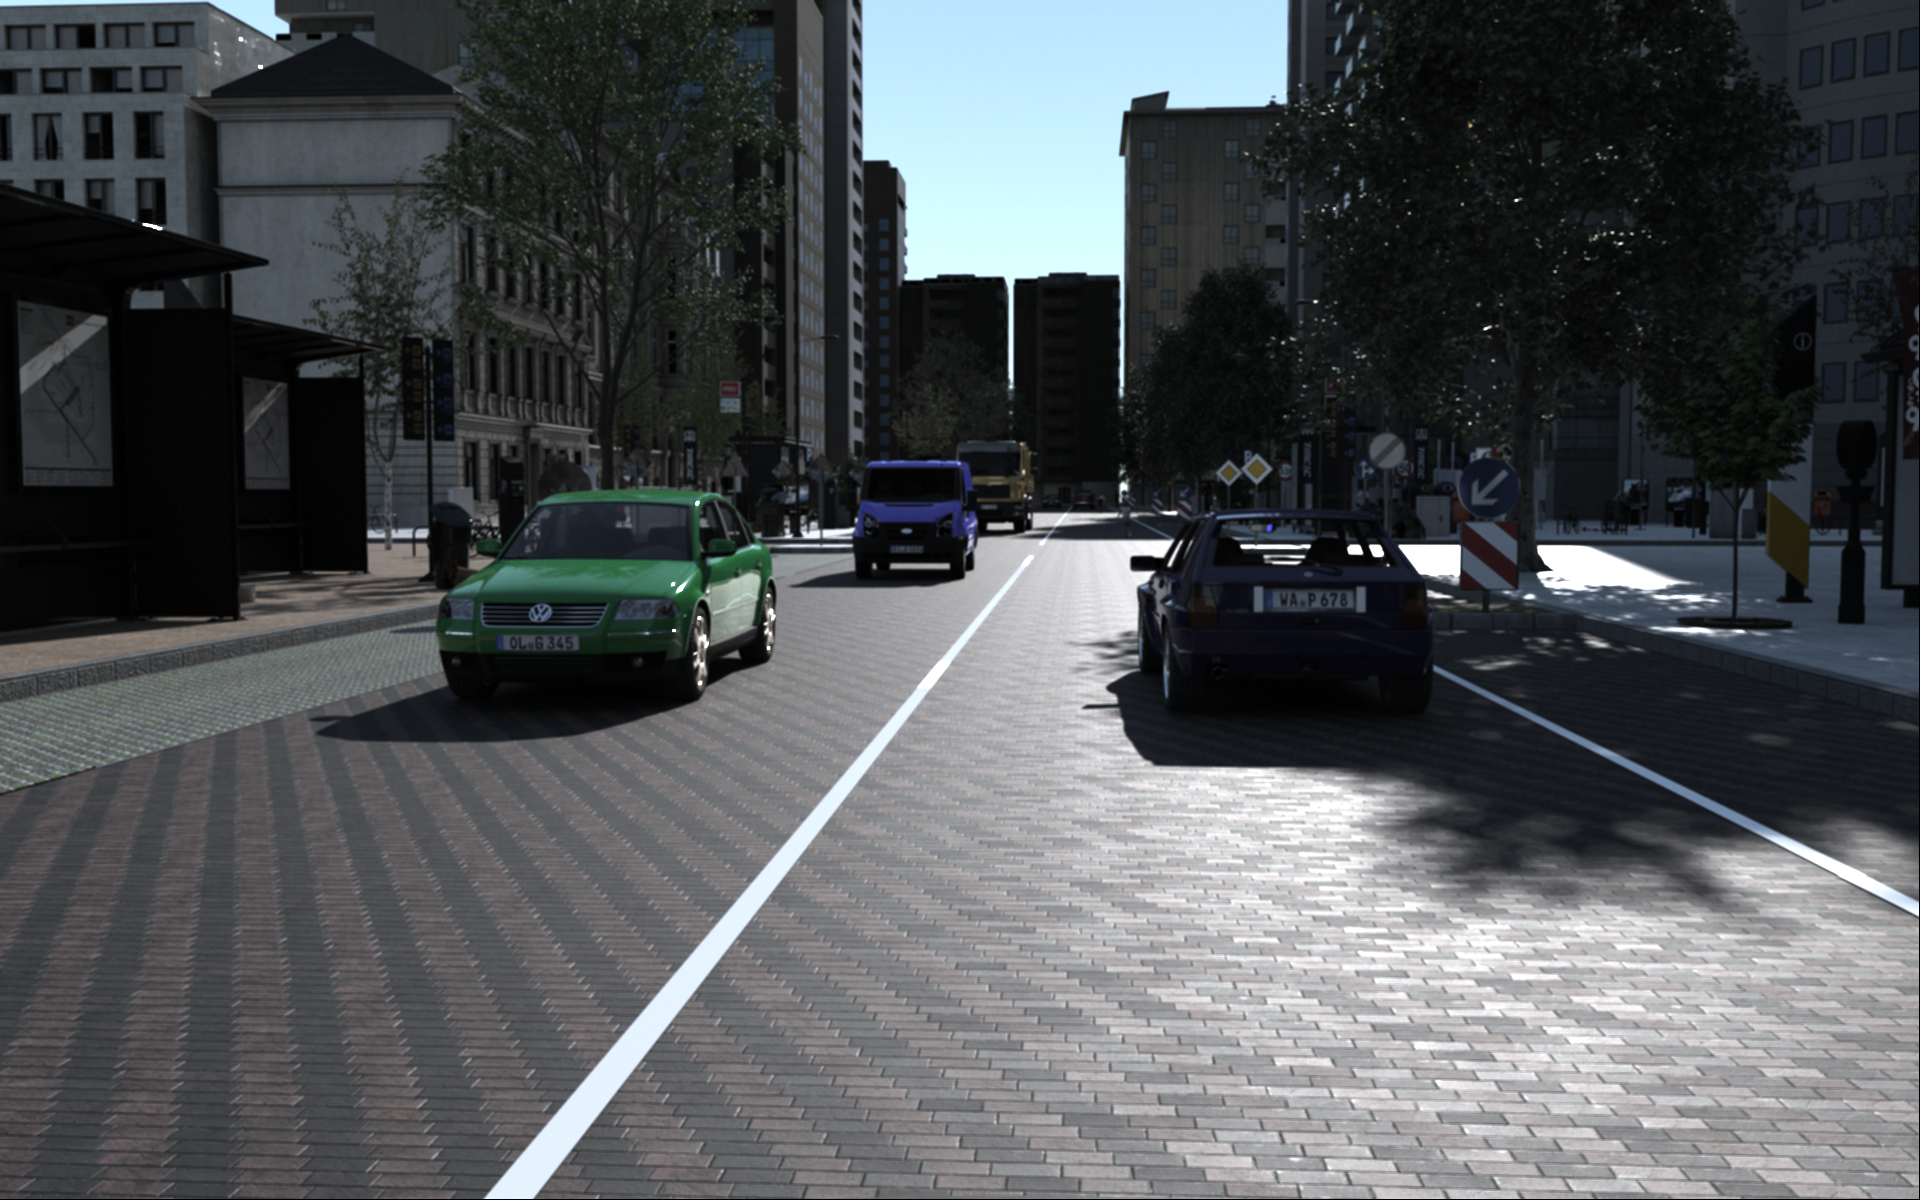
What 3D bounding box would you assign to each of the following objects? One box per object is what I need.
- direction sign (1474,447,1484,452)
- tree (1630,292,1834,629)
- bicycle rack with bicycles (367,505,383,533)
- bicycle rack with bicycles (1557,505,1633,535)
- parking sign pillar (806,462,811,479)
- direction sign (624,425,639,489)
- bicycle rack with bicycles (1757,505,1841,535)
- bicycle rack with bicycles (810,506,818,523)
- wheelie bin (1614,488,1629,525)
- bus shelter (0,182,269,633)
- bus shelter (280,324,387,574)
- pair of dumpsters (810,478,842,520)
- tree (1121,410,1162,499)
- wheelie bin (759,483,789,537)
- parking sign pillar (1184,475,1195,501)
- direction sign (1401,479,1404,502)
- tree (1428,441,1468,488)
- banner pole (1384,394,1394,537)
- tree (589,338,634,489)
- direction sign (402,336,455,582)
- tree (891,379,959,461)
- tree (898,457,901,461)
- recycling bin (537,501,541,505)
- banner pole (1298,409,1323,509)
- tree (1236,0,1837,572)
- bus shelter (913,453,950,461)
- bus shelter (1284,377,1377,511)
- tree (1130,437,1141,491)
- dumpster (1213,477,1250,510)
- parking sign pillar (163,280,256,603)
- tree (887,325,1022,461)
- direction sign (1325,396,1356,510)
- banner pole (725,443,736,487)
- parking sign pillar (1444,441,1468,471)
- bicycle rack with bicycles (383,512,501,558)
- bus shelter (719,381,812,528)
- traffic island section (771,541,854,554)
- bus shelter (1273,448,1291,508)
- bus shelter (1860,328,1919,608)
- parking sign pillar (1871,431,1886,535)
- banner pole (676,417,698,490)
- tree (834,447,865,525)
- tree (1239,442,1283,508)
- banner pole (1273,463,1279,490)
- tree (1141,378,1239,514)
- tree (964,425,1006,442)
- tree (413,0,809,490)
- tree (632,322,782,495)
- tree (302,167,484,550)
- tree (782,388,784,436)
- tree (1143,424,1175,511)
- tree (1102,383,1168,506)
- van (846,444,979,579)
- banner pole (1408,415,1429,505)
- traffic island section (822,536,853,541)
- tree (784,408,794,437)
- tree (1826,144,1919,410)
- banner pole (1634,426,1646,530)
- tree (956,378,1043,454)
[{"bbox_3d":[25.095,-5.619,83.872,0.379,3.537,0.876,-1,4,-11],"label":"direction sign"},{"bbox_3d":[7.581,-1.351,16.693,1.663,3.219,1.824,0,3,0],"label":"tree"},{"bbox_3d":[-19.903,-2.636,56.481,2.852,0.926,2.925,2,4,30],"label":"bicycle rack with bicycles"},{"bbox_3d":[20.377,-2.580,55.565,2.852,0.926,2.925,2,4,27],"label":"bicycle rack with bicycles"},{"bbox_3d":[-8.532,-6.312,91.667,1.447,3.967,1.447,2,4,26],"label":"parking sign pillar"},{"bbox_3d":[-10.764,-3.968,56.868,0.379,3.537,0.876,1,4,22],"label":"direction sign"},{"bbox_3d":[26.187,-2.524,54.643,2.925,0.926,2.852,-2,4,-29],"label":"bicycle rack with bicycles"},{"bbox_3d":[-6.371,-3.814,75.736,2.925,0.926,2.852,0,4,-6],"label":"bicycle rack with bicycles"},{"bbox_3d":[28.032,-3.989,73.126,0.693,1.594,0.980,0,4,5],"label":"wheelie bin"},{"bbox_3d":[-8.002,-1.418,14.468,1.731,3.624,6.357,0,4,4],"label":"bus shelter"},{"bbox_3d":[-10.214,-2.046,24.736,1.731,3.624,6.357,0,4,4],"label":"bus shelter"},{"bbox_3d":[-6.827,-5.064,85.295,1.574,2.255,4.437,0,4,4],"label":"pair of dumpsters"},{"bbox_3d":[18.694,-14.021,163.654,7.601,10.594,8.767,0,4,-7],"label":"tree"},{"bbox_3d":[-5.558,-2.665,51.488,0.980,1.594,0.693,1,4,14],"label":"wheelie bin"},{"bbox_3d":[16.034,-8.102,120.946,1.447,3.967,1.447,0,4,-8],"label":"parking sign pillar"},{"bbox_3d":[25.332,-6.559,99.229,0.379,3.537,0.876,0,4,4],"label":"direction sign"},{"bbox_3d":[30.139,-7.549,107.135,4.285,4.588,4.351,0,3,0],"label":"tree"},{"bbox_3d":[9.555,-2.972,38.617,0.401,3.779,0.863,2,4,29],"label":"banner pole"},{"bbox_3d":[-14.755,-7.783,77.614,4.737,8.622,4.395,0,3,0],"label":"tree"},{"bbox_3d":[-7.745,-2.037,25.299,0.379,3.537,0.876,2,4,35],"label":"direction sign"},{"bbox_3d":[-2.004,-9.775,110.189,4.360,8.622,3.978,0,3,0],"label":"tree"},{"bbox_3d":[-3.033,-5.794,89.333,1.663,3.219,1.824,0,3,0],"label":"tree"},{"bbox_3d":[-14.311,-2.942,60.662,0.722,1.027,0.722,3,4,38],"label":"recycling bin"},{"bbox_3d":[10.266,-3.696,50.453,0.863,3.779,0.401,0,4,-6],"label":"banner pole"},{"bbox_3d":[9.402,-6.814,28.417,9.611,12.733,9.660,0,3,0],"label":"tree"},{"bbox_3d":[-1.721,-6.848,103.252,1.731,3.624,6.357,0,4,4],"label":"bus shelter"},{"bbox_3d":[11.989,-4.867,57.207,2.179,5.291,8.768,0,4,4],"label":"bus shelter"},{"bbox_3d":[19.998,-14.331,184.666,4.737,8.622,4.395,0,3,0],"label":"tree"},{"bbox_3d":[11.443,-4.296,72.739,1.502,2.255,1.985,0,4,4],"label":"dumpster"},{"bbox_3d":[-9.127,-1.953,20.411,1.447,3.967,1.447,3,5,42],"label":"parking sign pillar"},{"bbox_3d":[-0.297,-13.133,125.099,12.009,13.543,11.850,0,3,0],"label":"tree"},{"bbox_3d":[8.849,-2.955,40.313,0.379,3.537,0.876,-3,4,-37],"label":"direction sign"},{"bbox_3d":[-10.193,-5.338,77.290,0.863,3.779,0.401,2,4,34],"label":"banner pole"},{"bbox_3d":[24.949,-6.030,87.062,1.447,3.967,1.447,-3,5,-42],"label":"parking sign pillar"},{"bbox_3d":[-9.786,-1.357,35.566,2.925,0.926,2.852,-3,5,-41],"label":"bicycle rack with bicycles"},{"bbox_3d":[-7.249,-5.287,64.081,2.179,5.291,8.768,0,4,4],"label":"bus shelter"},{"bbox_3d":[-3.449,-1.258,42.856,2.009,0.180,2.903,0,4,4],"label":"traffic island section"},{"bbox_3d":[14.276,-4.755,71.670,2.014,3.302,5.546,0,4,4],"label":"bus shelter"},{"bbox_3d":[11.049,-1.408,16.940,2.014,3.302,5.546,0,4,4],"label":"bus shelter"},{"bbox_3d":[29.277,-4.005,53.957,1.447,3.967,1.447,-1,4,-19],"label":"parking sign pillar"},{"bbox_3d":[-8.955,-4.067,56.512,0.863,3.779,0.401,-2,4,-29],"label":"banner pole"},{"bbox_3d":[-4.627,-4.731,71.949,1.663,3.219,1.824,0,3,0],"label":"tree"},{"bbox_3d":[11.098,-4.258,64.225,1.663,3.219,1.824,0,3,0],"label":"tree"},{"bbox_3d":[22.704,-8.157,123.382,0.863,3.779,0.401,2,4,25],"label":"banner pole"},{"bbox_3d":[13.440,-8.962,96.894,4.737,8.622,4.395,0,3,0],"label":"tree"},{"bbox_3d":[2.495,-13.388,169.259,4.737,8.622,4.395,0,3,0],"label":"tree"},{"bbox_3d":[-6.548,-6.512,32.223,9.928,11.665,9.643,0,3,0],"label":"tree"},{"bbox_3d":[-10.506,-7.468,72.462,4.737,8.622,4.395,0,3,0],"label":"tree"},{"bbox_3d":[-13.136,-5.472,39.835,4.360,8.622,3.978,0,3,0],"label":"tree"},{"bbox_3d":[-11.999,-8.225,84.837,4.737,8.622,4.395,0,3,0],"label":"tree"},{"bbox_3d":[15.671,-10.949,129.379,4.360,8.622,3.978,0,3,0],"label":"tree"},{"bbox_3d":[20.589,-17.521,193.126,9.857,13.997,8.962,0,3,0],"label":"tree"},{"bbox_3d":[-0.742,-1.635,31.124,2.240,2.365,5.245,0,4,3],"label":"van"},{"bbox_3d":[14.459,-3.967,54.871,0.863,3.779,0.401,-1,4,-9],"label":"banner pole"},{"bbox_3d":[-2.888,-1.746,50.821,2.009,0.180,2.903,0,4,4],"label":"traffic island section"},{"bbox_3d":[-12.590,-9.896,112.168,4.737,8.622,4.395,0,3,0],"label":"tree"},{"bbox_3d":[20.740,-5.316,37.280,4.360,8.622,3.978,0,3,0],"label":"tree"},{"bbox_3d":[24.302,-4.383,61.683,0.401,3.779,0.863,1,4,14],"label":"banner pole"},{"bbox_3d":[4.203,-17.273,189.066,9.857,13.997,8.962,0,3,0],"label":"tree"}]
